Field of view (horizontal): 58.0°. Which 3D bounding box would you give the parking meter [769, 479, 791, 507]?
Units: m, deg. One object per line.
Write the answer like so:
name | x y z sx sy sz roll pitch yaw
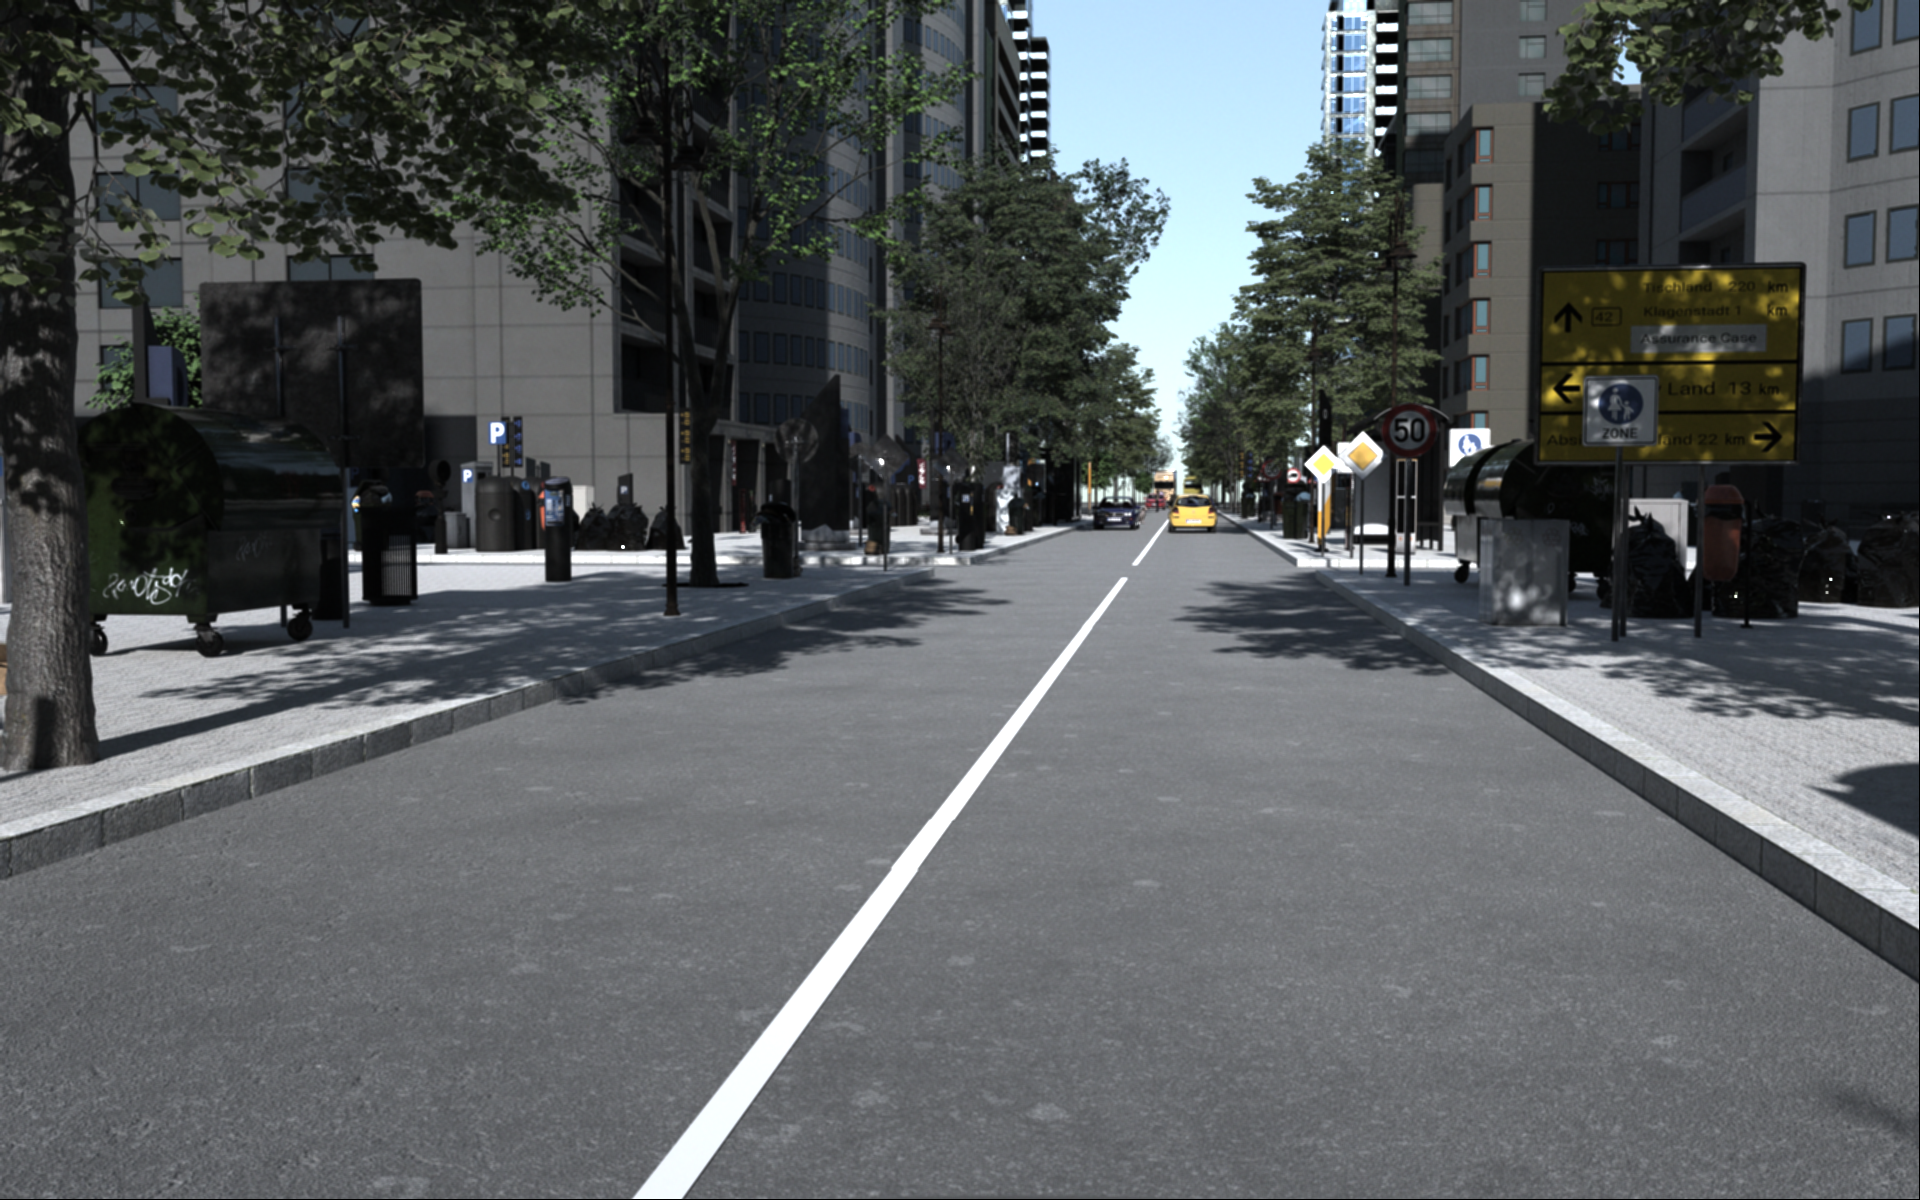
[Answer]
parking meter | -3.058 -1.290 29.499 0.372 1.533 0.369 0 3 0

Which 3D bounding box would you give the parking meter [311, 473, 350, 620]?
parking meter | -6.466 -0.571 17.741 0.372 1.533 0.369 0 3 0

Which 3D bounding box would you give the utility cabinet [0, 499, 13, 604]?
utility cabinet | -11.712 -0.559 20.297 1.020 1.237 0.306 -1 4 -11

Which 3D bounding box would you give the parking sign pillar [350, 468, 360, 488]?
parking sign pillar | -37.816 -7.186 105.970 1.447 3.967 1.447 -2 4 -33

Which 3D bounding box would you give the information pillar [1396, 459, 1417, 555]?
information pillar | 9.449 -1.968 36.664 0.304 2.012 0.304 -2 4 -27

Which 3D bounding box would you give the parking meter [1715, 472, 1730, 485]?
parking meter | 20.216 -2.461 45.952 0.255 1.863 0.399 0 4 -4

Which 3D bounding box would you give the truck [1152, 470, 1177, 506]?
truck | 23.979 -13.065 202.521 2.839 4.237 11.283 1 4 8

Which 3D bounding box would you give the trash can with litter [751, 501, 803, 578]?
trash can with litter | -2.780 -0.930 26.588 0.624 1.170 1.055 1 4 8

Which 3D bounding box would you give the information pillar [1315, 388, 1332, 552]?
information pillar | 8.135 -2.893 38.655 0.183 3.616 0.504 3 4 37

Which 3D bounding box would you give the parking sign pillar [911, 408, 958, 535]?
parking sign pillar | -0.539 -4.051 54.708 1.447 3.967 1.447 1 4 20

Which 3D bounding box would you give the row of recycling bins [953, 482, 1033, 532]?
row of recycling bins | 0.868 -3.158 58.751 3.534 1.692 1.069 -2 4 -32

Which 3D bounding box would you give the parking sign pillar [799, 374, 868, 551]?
parking sign pillar | -3.098 -3.132 39.685 1.447 3.967 1.447 -3 5 -43

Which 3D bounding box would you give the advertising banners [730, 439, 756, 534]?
advertising banners | -7.086 -3.687 56.477 0.090 3.025 2.074 1 4 16

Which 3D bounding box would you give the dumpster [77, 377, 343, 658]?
dumpster | -6.278 -0.725 14.353 1.502 2.255 1.985 0 4 8

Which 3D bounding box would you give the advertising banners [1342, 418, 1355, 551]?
advertising banners | 8.875 -2.654 39.584 0.090 3.025 2.074 0 4 6

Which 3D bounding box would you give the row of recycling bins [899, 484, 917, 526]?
row of recycling bins | -2.496 -3.816 69.507 1.069 1.692 3.534 1 4 16

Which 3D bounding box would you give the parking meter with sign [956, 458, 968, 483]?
parking meter with sign | -0.154 -4.774 74.323 0.543 3.016 1.738 3 5 42

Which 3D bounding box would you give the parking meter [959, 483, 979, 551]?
parking meter | 0.157 -1.879 39.128 0.372 1.533 0.369 0 3 0

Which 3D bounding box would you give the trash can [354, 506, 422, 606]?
trash can | -6.596 -0.512 20.018 0.748 1.137 0.748 0 3 0

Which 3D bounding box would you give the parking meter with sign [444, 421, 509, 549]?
parking meter with sign | -11.450 -2.735 40.979 0.543 3.016 1.738 2 4 25

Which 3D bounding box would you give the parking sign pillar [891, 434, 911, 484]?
parking sign pillar | -2.575 -5.459 77.719 1.447 3.967 1.447 -3 4 -38

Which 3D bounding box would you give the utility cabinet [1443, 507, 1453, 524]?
utility cabinet | 20.517 -3.911 72.616 0.318 1.500 1.173 -2 4 -31

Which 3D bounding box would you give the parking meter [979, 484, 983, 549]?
parking meter | 0.361 -1.955 40.378 0.372 1.533 0.369 0 3 0

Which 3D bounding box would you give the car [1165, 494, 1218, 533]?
car | 8.694 -3.347 64.939 2.015 1.641 3.980 0 4 6

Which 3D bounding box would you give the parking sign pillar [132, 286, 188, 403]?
parking sign pillar | -10.681 -2.124 23.204 1.447 3.967 1.447 -1 4 -14

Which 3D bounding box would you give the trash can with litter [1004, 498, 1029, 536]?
trash can with litter | 1.743 -2.592 53.764 0.624 1.170 1.055 1 4 16

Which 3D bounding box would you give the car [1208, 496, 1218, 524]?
car | 11.529 -4.355 83.781 1.945 1.354 3.894 0 4 6

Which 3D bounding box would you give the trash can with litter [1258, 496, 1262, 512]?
trash can with litter | 19.445 -6.013 109.699 1.055 1.170 0.624 -1 4 -15

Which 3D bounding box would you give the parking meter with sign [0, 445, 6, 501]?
parking meter with sign | -32.107 -3.686 56.533 0.543 3.016 1.738 1 4 13

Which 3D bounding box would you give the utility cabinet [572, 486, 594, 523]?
utility cabinet | -10.304 -2.311 46.456 1.173 1.500 0.318 3 4 36

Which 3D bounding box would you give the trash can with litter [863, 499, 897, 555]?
trash can with litter | -1.710 -1.549 36.711 0.624 1.170 1.055 0 4 6

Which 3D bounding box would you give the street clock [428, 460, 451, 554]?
street clock | -11.101 -1.984 37.002 0.358 2.002 0.471 1 4 22

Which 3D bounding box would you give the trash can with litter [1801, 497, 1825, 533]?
trash can with litter | 20.451 -1.919 42.438 2.233 1.210 1.678 1 4 20

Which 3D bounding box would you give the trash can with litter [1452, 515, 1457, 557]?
trash can with litter | 10.388 -1.430 34.768 0.624 1.170 1.055 -2 4 -27

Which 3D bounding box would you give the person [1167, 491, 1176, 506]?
person | 19.940 -9.363 162.303 1.217 1.735 0.721 0 4 -8

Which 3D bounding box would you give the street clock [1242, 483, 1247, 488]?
street clock | 17.862 -6.331 108.081 0.471 2.002 0.358 0 4 -7

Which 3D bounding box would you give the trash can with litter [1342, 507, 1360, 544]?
trash can with litter | 10.432 -2.036 44.681 1.055 1.170 0.624 -1 4 -14

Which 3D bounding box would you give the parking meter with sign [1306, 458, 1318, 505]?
parking meter with sign | 18.335 -5.669 88.947 1.738 3.016 0.543 1 4 18

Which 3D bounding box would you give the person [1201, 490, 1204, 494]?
person | 22.905 -9.485 163.576 0.705 1.824 1.348 -1 4 -10

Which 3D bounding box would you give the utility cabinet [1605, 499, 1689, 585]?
utility cabinet | 9.466 -0.778 23.886 1.020 1.237 0.306 3 5 43

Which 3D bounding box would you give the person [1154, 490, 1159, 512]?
person | 15.604 -7.856 137.666 0.721 1.735 1.217 0 4 -7

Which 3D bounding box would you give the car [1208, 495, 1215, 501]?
car | 18.032 -7.186 129.498 2.014 1.417 4.499 0 4 8

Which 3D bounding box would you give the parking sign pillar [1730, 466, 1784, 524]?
parking sign pillar | 17.688 -3.057 38.461 1.447 3.967 1.447 -1 4 -11

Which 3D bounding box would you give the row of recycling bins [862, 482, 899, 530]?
row of recycling bins | -3.462 -3.122 58.164 1.069 1.692 3.534 2 4 27

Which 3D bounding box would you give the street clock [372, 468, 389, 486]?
street clock | -13.964 -2.275 41.766 0.358 2.002 0.471 -3 5 -44

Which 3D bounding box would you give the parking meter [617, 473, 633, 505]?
parking meter | -9.441 -2.638 48.847 0.399 1.863 0.255 1 4 9

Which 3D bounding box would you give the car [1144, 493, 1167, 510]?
car | 17.884 -9.128 158.284 2.155 1.783 4.494 1 4 8

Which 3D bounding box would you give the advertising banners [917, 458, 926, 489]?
advertising banners | -1.178 -5.409 84.631 2.074 3.025 0.090 2 4 24

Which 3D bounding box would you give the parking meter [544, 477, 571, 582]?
parking meter | -5.923 -1.045 25.496 0.372 1.533 0.369 0 3 0

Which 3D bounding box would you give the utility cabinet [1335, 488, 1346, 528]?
utility cabinet | 14.090 -3.406 64.365 1.173 1.500 0.318 -1 4 -12

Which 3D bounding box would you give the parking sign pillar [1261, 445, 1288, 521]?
parking sign pillar | 14.972 -5.743 82.368 1.447 3.967 1.447 -2 4 -34

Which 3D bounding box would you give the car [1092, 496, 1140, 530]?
car | 6.364 -3.528 70.262 1.945 1.354 3.894 1 4 8

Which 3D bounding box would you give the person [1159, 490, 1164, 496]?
person | 20.406 -10.204 175.198 0.709 1.838 0.599 2 4 28

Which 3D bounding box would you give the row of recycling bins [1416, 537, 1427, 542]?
row of recycling bins | 12.501 -2.518 48.279 1.069 1.692 3.534 1 4 19

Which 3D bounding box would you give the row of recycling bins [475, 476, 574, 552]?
row of recycling bins | -10.038 -2.003 39.858 1.069 1.692 3.534 1 4 16
